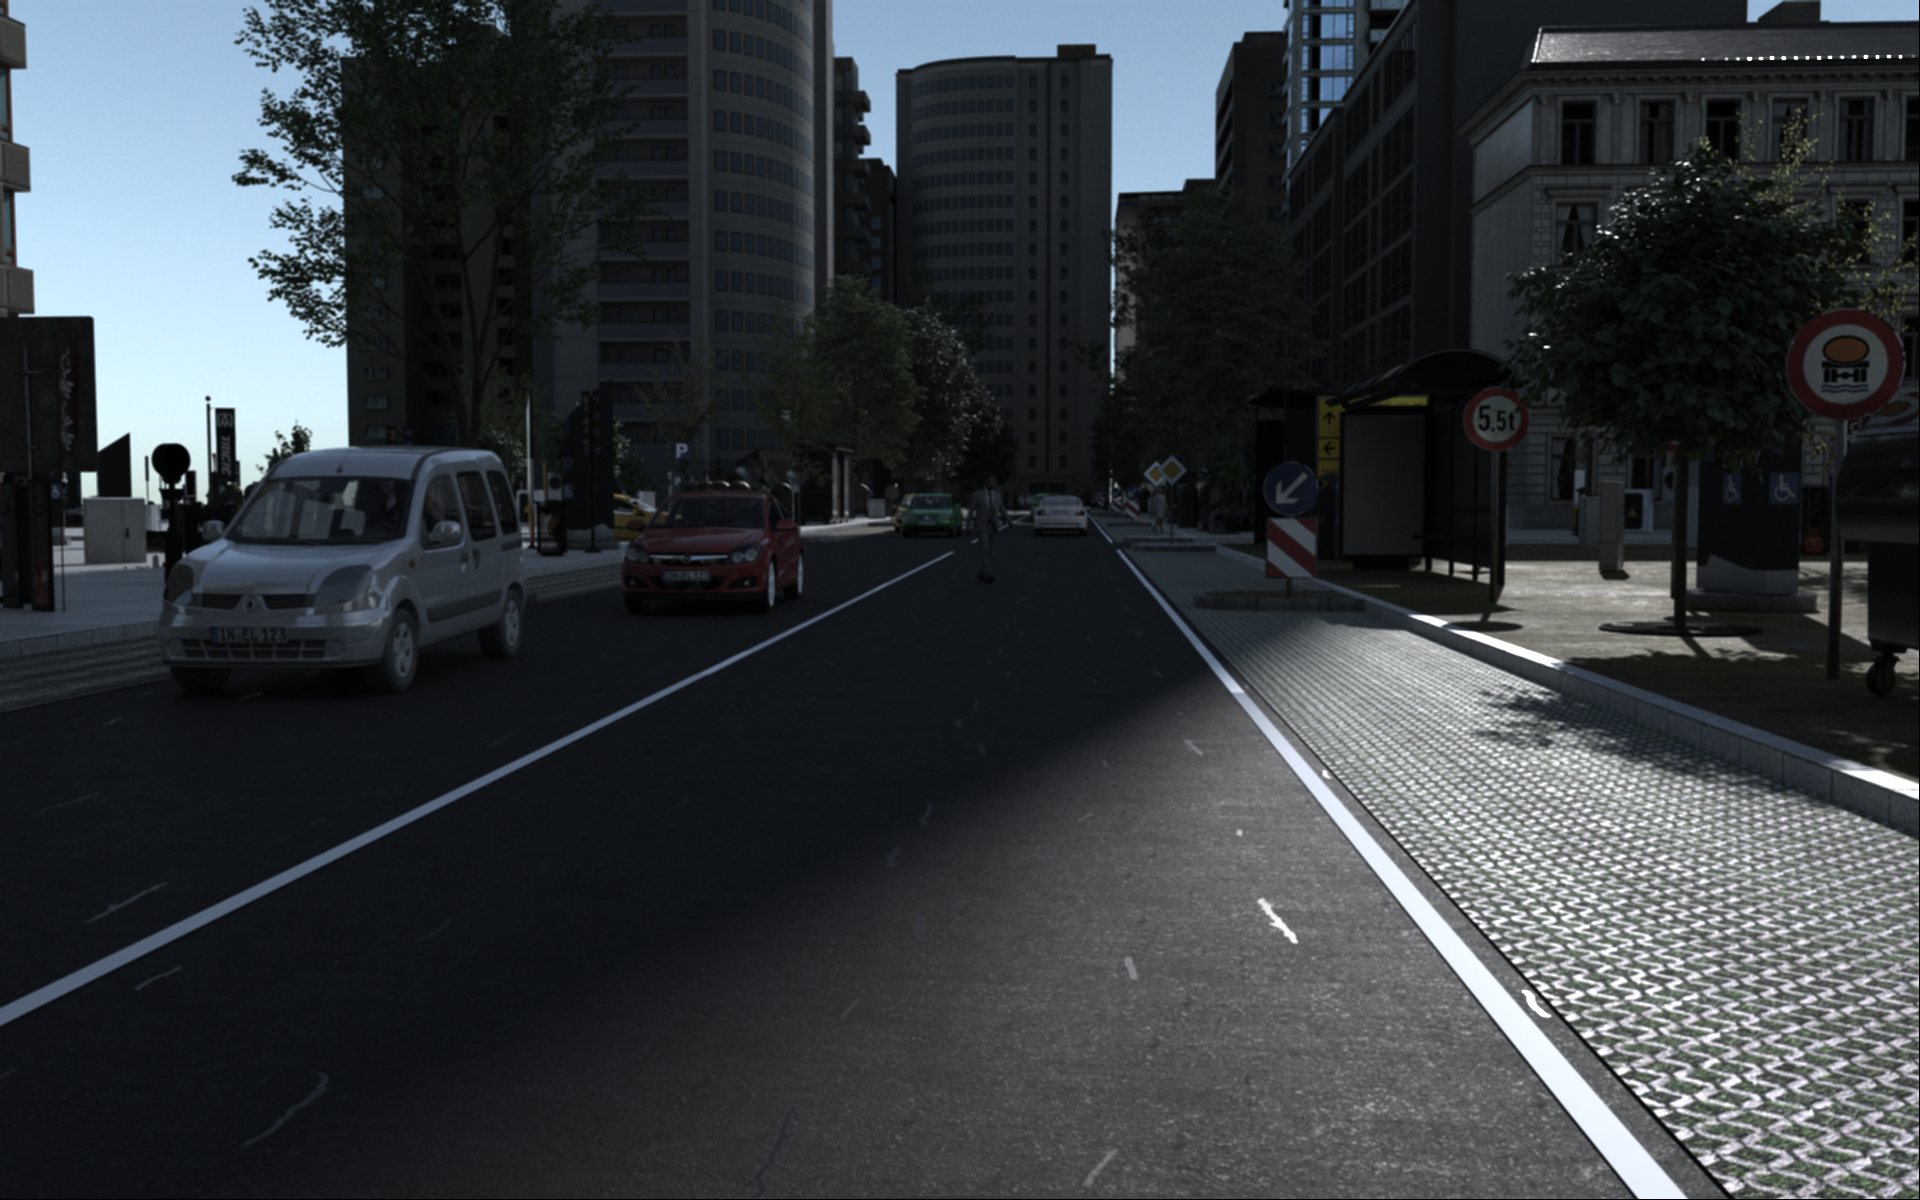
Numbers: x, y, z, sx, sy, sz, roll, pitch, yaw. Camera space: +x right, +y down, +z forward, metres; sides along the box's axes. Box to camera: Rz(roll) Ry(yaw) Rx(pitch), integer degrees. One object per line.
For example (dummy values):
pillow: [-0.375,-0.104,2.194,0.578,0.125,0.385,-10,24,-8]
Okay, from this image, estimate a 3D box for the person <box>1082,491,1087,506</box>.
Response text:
person: [13.916,-11.119,190.393,1.348,1.812,0.705,2,4,29]

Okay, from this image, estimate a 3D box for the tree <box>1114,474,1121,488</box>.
tree: [16.761,-11.445,170.836,4.285,4.588,4.351,0,3,0]

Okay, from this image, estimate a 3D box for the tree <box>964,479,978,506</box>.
tree: [1.241,-11.917,189.440,1.663,3.219,1.824,0,3,0]

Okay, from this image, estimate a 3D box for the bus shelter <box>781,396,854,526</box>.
bus shelter: [-6.094,-5.856,73.379,2.179,5.291,8.768,0,4,4]

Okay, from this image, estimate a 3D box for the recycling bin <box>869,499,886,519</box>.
recycling bin: [-4.365,-4.807,91.149,0.722,1.027,0.722,-2,4,-24]

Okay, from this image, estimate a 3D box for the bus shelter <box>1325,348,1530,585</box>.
bus shelter: [7.047,-2.008,26.755,2.014,3.302,5.546,0,4,4]

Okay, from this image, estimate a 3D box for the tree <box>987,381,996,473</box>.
tree: [-3.488,-13.271,123.635,9.857,13.997,8.962,0,3,0]

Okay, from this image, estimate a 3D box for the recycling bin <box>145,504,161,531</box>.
recycling bin: [-20.086,-1.828,42.444,0.722,1.027,0.722,0,4,2]

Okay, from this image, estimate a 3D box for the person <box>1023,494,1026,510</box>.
person: [5.954,-8.911,157.413,0.599,1.433,0.991,0,4,1]

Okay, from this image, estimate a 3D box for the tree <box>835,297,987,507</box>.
tree: [-3.437,-12.531,111.542,9.857,13.997,8.962,0,3,0]

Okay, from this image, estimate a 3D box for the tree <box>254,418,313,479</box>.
tree: [-16.918,-3.049,44.449,1.663,3.219,1.824,0,3,0]

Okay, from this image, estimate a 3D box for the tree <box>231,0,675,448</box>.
tree: [-8.938,-6.451,31.233,9.928,11.665,9.643,0,3,0]

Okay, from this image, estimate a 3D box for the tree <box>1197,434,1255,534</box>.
tree: [8.395,-3.739,55.727,1.663,3.219,1.824,0,3,0]

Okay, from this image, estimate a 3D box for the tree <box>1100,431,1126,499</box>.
tree: [17.958,-14.917,194.254,4.360,8.622,3.978,0,3,0]

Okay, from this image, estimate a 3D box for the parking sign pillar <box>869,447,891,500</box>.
parking sign pillar: [-4.550,-6.748,98.798,1.447,3.967,1.447,-3,5,-41]

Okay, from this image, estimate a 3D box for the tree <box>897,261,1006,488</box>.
tree: [-3.154,-17.601,143.670,12.611,20.169,13.585,0,3,0]

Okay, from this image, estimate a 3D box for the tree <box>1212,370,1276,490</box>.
tree: [16.559,-9.140,99.795,4.360,8.622,3.978,0,3,0]

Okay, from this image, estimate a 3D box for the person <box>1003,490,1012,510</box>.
person: [4.134,-9.094,157.121,1.348,1.831,0.705,2,4,29]

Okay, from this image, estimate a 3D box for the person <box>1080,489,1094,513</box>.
person: [9.516,-7.382,129.158,1.348,1.831,0.705,3,5,42]

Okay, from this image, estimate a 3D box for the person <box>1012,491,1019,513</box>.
person: [4.136,-7.255,128.586,0.415,1.643,0.593,3,5,39]

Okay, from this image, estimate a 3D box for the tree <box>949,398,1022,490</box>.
tree: [2.463,-17.336,200.446,9.611,12.733,9.660,0,3,0]

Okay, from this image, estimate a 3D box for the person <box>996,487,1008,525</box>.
person: [1.807,-4.284,78.949,0.834,1.777,0.661,3,5,40]

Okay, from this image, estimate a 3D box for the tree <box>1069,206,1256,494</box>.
tree: [13.504,-15.694,112.482,12.611,20.169,13.585,0,3,0]

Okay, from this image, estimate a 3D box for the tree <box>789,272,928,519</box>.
tree: [-5.262,-10.459,89.139,7.486,12.596,7.792,0,3,0]

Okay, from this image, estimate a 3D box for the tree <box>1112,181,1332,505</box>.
tree: [9.799,-8.886,63.414,7.486,12.596,7.792,0,3,0]

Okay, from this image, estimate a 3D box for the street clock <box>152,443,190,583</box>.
street clock: [-11.286,-1.239,24.825,0.358,2.002,0.471,2,4,28]

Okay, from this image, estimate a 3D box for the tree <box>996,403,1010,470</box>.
tree: [0.285,-15.898,166.581,9.857,13.997,8.962,0,3,0]

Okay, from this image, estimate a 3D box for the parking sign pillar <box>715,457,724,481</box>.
parking sign pillar: [-17.484,-8.402,125.844,1.447,3.967,1.447,-1,4,-17]

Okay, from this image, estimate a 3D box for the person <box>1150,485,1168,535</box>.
person: [6.802,-3.061,59.302,0.760,1.731,0.466,2,4,35]

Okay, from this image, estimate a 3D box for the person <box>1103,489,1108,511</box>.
person: [12.233,-8.354,145.075,0.705,1.826,1.348,0,4,-7]

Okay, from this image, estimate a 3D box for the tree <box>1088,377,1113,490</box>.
tree: [14.074,-13.312,135.773,7.486,12.596,7.792,0,3,0]

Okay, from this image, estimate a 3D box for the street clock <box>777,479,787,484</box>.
street clock: [-8.598,-4.831,83.560,0.471,2.002,0.358,2,4,27]

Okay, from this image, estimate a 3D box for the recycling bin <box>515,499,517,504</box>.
recycling bin: [-21.918,-4.464,85.547,0.722,1.027,0.722,-1,4,-14]

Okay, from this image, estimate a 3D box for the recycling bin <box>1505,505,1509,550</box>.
recycling bin: [12.220,-1.688,40.157,0.722,1.027,0.722,-1,4,-11]

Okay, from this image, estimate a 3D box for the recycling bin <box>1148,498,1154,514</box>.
recycling bin: [12.837,-6.207,114.039,0.722,1.027,0.722,2,4,29]

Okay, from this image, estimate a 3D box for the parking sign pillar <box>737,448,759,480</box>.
parking sign pillar: [-12.229,-6.822,100.018,1.447,3.967,1.447,0,4,-7]

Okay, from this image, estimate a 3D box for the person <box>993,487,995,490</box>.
person: [1.357,-3.895,72.575,0.661,1.777,0.834,1,4,9]

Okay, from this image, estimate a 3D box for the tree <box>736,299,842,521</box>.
tree: [-6.321,-7.010,64.968,4.737,8.622,4.395,0,3,0]

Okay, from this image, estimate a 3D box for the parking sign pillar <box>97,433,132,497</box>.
parking sign pillar: [-36.995,-5.337,75.735,1.447,3.967,1.447,-3,4,-39]

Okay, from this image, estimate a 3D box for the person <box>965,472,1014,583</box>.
person: [0.446,-1.178,28.038,0.678,1.792,0.850,-2,4,-27]

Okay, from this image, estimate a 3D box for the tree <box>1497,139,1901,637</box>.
tree: [6.833,-1.980,16.082,4.285,4.588,4.351,0,3,0]

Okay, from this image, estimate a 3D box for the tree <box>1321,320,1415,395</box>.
tree: [17.184,-7.467,72.454,4.360,8.622,3.978,0,3,0]

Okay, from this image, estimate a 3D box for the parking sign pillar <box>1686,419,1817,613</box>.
parking sign pillar: [8.803,-1.886,19.302,1.447,3.967,1.447,-1,4,-9]

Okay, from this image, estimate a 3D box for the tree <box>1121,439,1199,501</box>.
tree: [12.090,-7.076,99.405,4.285,4.588,4.351,0,3,0]

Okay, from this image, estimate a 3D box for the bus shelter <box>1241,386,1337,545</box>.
bus shelter: [7.763,-3.027,40.769,1.731,3.624,6.357,0,4,4]

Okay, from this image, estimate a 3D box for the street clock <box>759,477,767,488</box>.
street clock: [-8.522,-4.294,74.772,0.358,2.002,0.471,1,4,11]

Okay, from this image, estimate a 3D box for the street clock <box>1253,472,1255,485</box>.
street clock: [9.337,-3.019,53.932,0.358,2.002,0.471,-2,4,-28]
